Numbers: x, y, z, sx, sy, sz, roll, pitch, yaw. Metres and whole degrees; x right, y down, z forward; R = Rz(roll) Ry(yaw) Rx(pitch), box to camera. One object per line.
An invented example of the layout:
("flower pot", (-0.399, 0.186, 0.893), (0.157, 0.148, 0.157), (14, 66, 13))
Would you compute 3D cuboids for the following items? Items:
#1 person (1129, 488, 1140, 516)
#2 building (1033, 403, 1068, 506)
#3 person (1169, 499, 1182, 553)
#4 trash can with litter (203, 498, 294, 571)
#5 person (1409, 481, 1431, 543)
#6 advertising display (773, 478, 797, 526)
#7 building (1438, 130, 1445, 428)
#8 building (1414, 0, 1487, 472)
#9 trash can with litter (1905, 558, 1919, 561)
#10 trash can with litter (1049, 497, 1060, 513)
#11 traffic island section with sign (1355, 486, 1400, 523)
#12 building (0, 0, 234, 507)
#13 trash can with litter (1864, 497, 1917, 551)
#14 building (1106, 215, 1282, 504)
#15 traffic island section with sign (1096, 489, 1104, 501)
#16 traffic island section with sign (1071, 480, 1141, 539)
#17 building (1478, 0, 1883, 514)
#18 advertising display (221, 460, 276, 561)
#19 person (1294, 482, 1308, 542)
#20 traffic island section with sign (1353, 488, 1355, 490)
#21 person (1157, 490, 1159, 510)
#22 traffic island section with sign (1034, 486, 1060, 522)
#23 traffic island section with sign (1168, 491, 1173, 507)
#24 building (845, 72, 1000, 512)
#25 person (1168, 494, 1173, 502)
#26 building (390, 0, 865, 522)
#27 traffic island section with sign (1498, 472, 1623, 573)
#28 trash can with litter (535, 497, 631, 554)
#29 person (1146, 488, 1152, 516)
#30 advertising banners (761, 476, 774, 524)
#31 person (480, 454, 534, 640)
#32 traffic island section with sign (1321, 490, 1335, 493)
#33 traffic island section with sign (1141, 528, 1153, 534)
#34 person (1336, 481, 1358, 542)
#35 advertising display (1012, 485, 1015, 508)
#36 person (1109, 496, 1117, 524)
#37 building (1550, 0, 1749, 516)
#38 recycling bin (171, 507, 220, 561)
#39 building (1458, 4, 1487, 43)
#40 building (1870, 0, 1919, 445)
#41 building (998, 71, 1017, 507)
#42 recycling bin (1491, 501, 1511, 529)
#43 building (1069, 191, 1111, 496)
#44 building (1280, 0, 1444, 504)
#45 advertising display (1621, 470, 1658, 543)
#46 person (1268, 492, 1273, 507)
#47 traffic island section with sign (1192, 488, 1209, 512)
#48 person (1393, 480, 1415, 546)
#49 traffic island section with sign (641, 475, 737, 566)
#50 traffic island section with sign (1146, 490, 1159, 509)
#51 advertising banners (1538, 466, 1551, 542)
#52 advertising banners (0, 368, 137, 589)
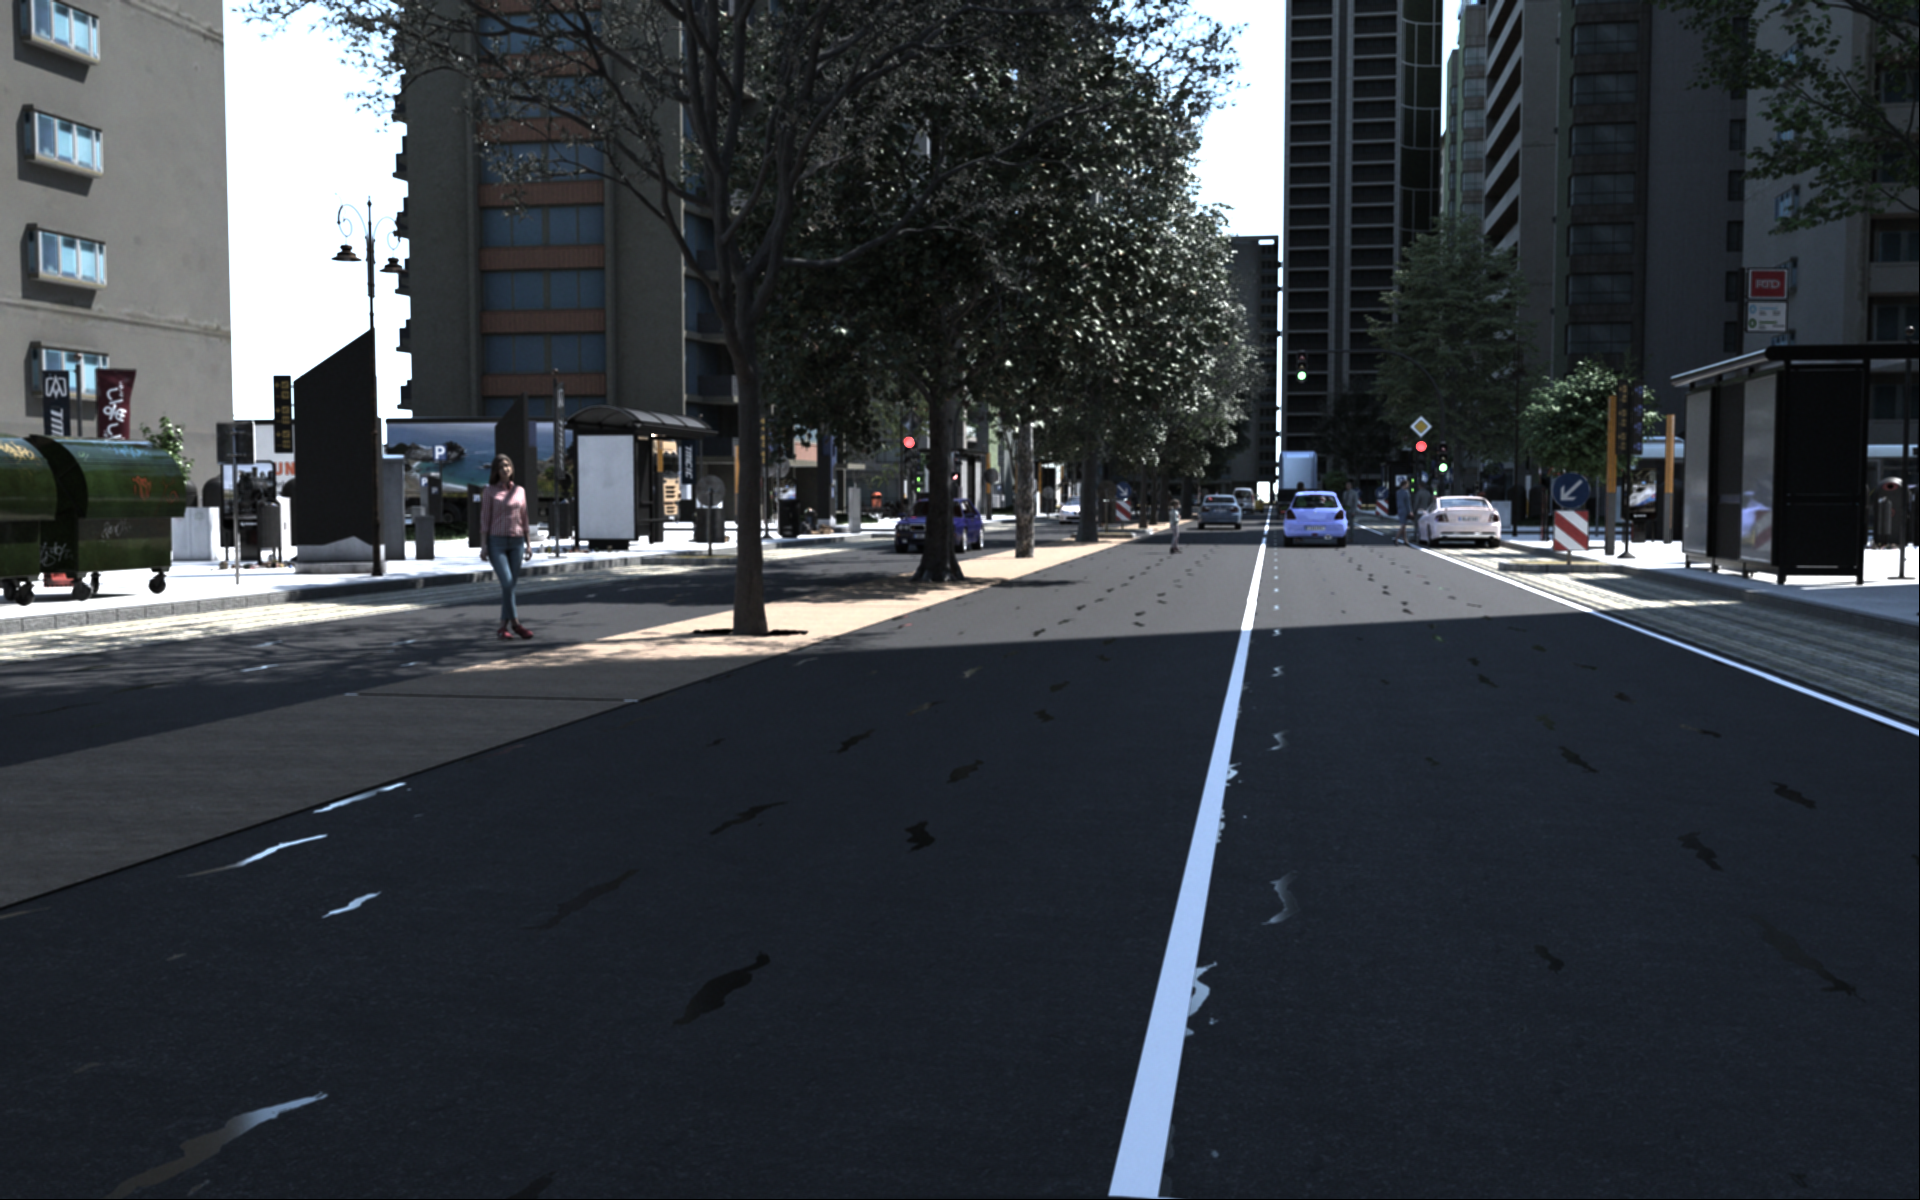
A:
("person", (11.123, -6.247, 110.597), (0.822, 1.834, 0.622), (1, 4, 13))
("building", (-1.079, -37.073, 195.375), (27.495, 52.752, 28.713), (1, 4, 10))
("person", (5.240, -1.791, 42.056), (0.394, 1.301, 0.425), (-1, 4, -17))
("trash can with litter", (-12.307, -1.155, 29.934), (1.678, 1.210, 2.233), (1, 4, 20))
("person", (13.526, -2.578, 50.759), (0.694, 1.812, 0.767), (-2, 4, -33))
("advertising display", (-6.932, -3.885, 68.736), (0.974, 1.923, 0.123), (1, 4, 12))
("building", (78.896, -39.418, 233.718), (27.495, 52.752, 28.713), (1, 4, 10))
("building", (61.098, -53.177, 182.118), (22.319, 86.520, 31.000), (1, 4, 10))
("trash can with litter", (19.280, -1.360, 33.288), (2.233, 1.210, 1.678), (1, 4, 16))
("trash can with litter", (6.314, -6.325, 114.808), (1.055, 1.170, 0.624), (-2, 4, -24))
("traffic island section with sign", (20.895, -4.756, 86.388), (1.989, 1.847, 2.006), (1, 4, 10))
("building", (-34.565, -25.672, 43.441), (21.600, 48.544, 21.300), (1, 4, 10))
("trash can with litter", (21.301, -1.785, 40.244), (1.678, 1.210, 2.233), (3, 4, 37))
("building", (33.149, -33.814, 244.733), (23.993, 40.220, 32.217), (1, 4, 10))
("traffic island section with sign", (9.384, -6.587, 116.331), (1.989, 1.847, 2.006), (1, 4, 10))
("traffic island section with sign", (4.713, -2.953, 56.415), (2.006, 1.907, 1.989), (1, 4, 10))
("building", (48.845, -30.414, 120.977), (21.300, 48.544, 21.600), (1, 4, 10))
("advertising display", (-13.630, -1.713, 33.218), (0.974, 1.923, 0.123), (-1, 4, -14))
("person", (10.232, -2.654, 52.143), (0.529, 1.795, 0.600), (-3, 4, -37))
("traffic island section with sign", (25.705, -6.378, 112.912), (1.989, 1.847, 2.006), (1, 4, 10))
("person", (17.893, -8.973, 155.745), (0.750, 1.759, 0.617), (-2, 4, -24))
("traffic island section with sign", (4.583, -4.965, 89.805), (1.989, 1.847, 2.006), (1, 4, 10))
("traffic island section with sign", (23.225, -11.265, 192.818), (1.989, 1.847, 2.006), (1, 4, 10))
("building", (-5.092, -27.025, 125.449), (14.154, 41.232, 14.086), (1, 4, 10))
("person", (19.339, -9.072, 160.089), (1.065, 1.426, 0.557), (-1, 4, -11))
("building", (-17.637, -26.830, 93.296), (22.147, 44.769, 28.867), (1, 4, 10))
("traffic island section with sign", (11.092, -1.438, 32.143), (1.989, 1.847, 2.006), (1, 4, 10))
("trash can with litter", (-8.328, -1.637, 37.818), (2.233, 1.210, 1.678), (-1, 4, -11))
("person", (12.379, -6.394, 112.814), (0.659, 1.850, 0.755), (0, 4, -6))
("advertising banners", (-8.302, -4.755, 73.936), (0.090, 3.025, 2.074), (1, 4, 12))
("person", (-4.482, -0.522, 17.042), (0.388, 1.821, 0.555), (3, 5, 39))
("traffic island section with sign", (34.650, -9.398, 162.290), (1.989, 1.847, 2.006), (1, 4, 10))
("traffic island section with sign", (6.041, -3.399, 63.702), (2.006, 1.907, 1.989), (1, 4, 10))
("person", (11.588, -2.634, 51.658), (0.391, 1.810, 0.635), (-3, 5, -44))
("advertising display", (4.058, -7.218, 123.230), (0.123, 1.923, 0.974), (-2, 4, -33))
("person", (7.324, -4.558, 83.202), (0.511, 1.800, 0.466), (3, 5, 42))
("building", (39.386, -19.721, 94.140), (14.160, 30.474, 14.107), (1, 4, 10))
("recycling bin", (-14.745, -1.276, 33.419), (0.722, 1.027, 0.722), (-1, 4, -9))
("building", (49.316, -28.396, 147.865), (14.154, 41.232, 14.086), (1, 4, 10))
("building", (46.222, -27.557, 74.262), (21.600, 48.544, 21.300), (1, 4, 10))
("building", (-5.466, -51.598, 156.291), (22.319, 86.520, 31.000), (1, 4, 10))
("recycling bin", (20.207, -3.190, 64.716), (0.722, 1.027, 0.722), (1, 4, 16))
("building", (9.585, -37.833, 242.276), (21.600, 48.544, 21.300), (1, 4, 10))
("building", (53.951, -48.639, 233.507), (20.611, 71.187, 20.563), (1, 4, 10))
("advertising display", (17.868, -2.468, 45.570), (0.974, 1.923, 0.123), (-1, 4, -10))
("person", (34.406, -11.104, 191.526), (0.593, 1.643, 0.415), (0, 4, 4))
("traffic island section with sign", (19.413, -7.921, 137.646), (2.006, 1.907, 1.989), (1, 4, 10))
("person", (12.159, -2.392, 47.640), (0.654, 1.822, 0.581), (-1, 4, -13))
("traffic island section with sign", (-5.249, -1.640, 35.440), (1.989, 1.847, 2.006), (1, 4, 10))
("traffic island section with sign", (18.351, -9.617, 165.870), (1.989, 1.847, 2.006), (1, 4, 10))
("advertising banners", (15.968, -3.130, 47.371), (0.090, 3.025, 2.074), (1, 4, 11))
("advertising banners", (-12.396, -1.688, 23.787), (2.074, 3.025, 0.090), (-3, 4, -36))
